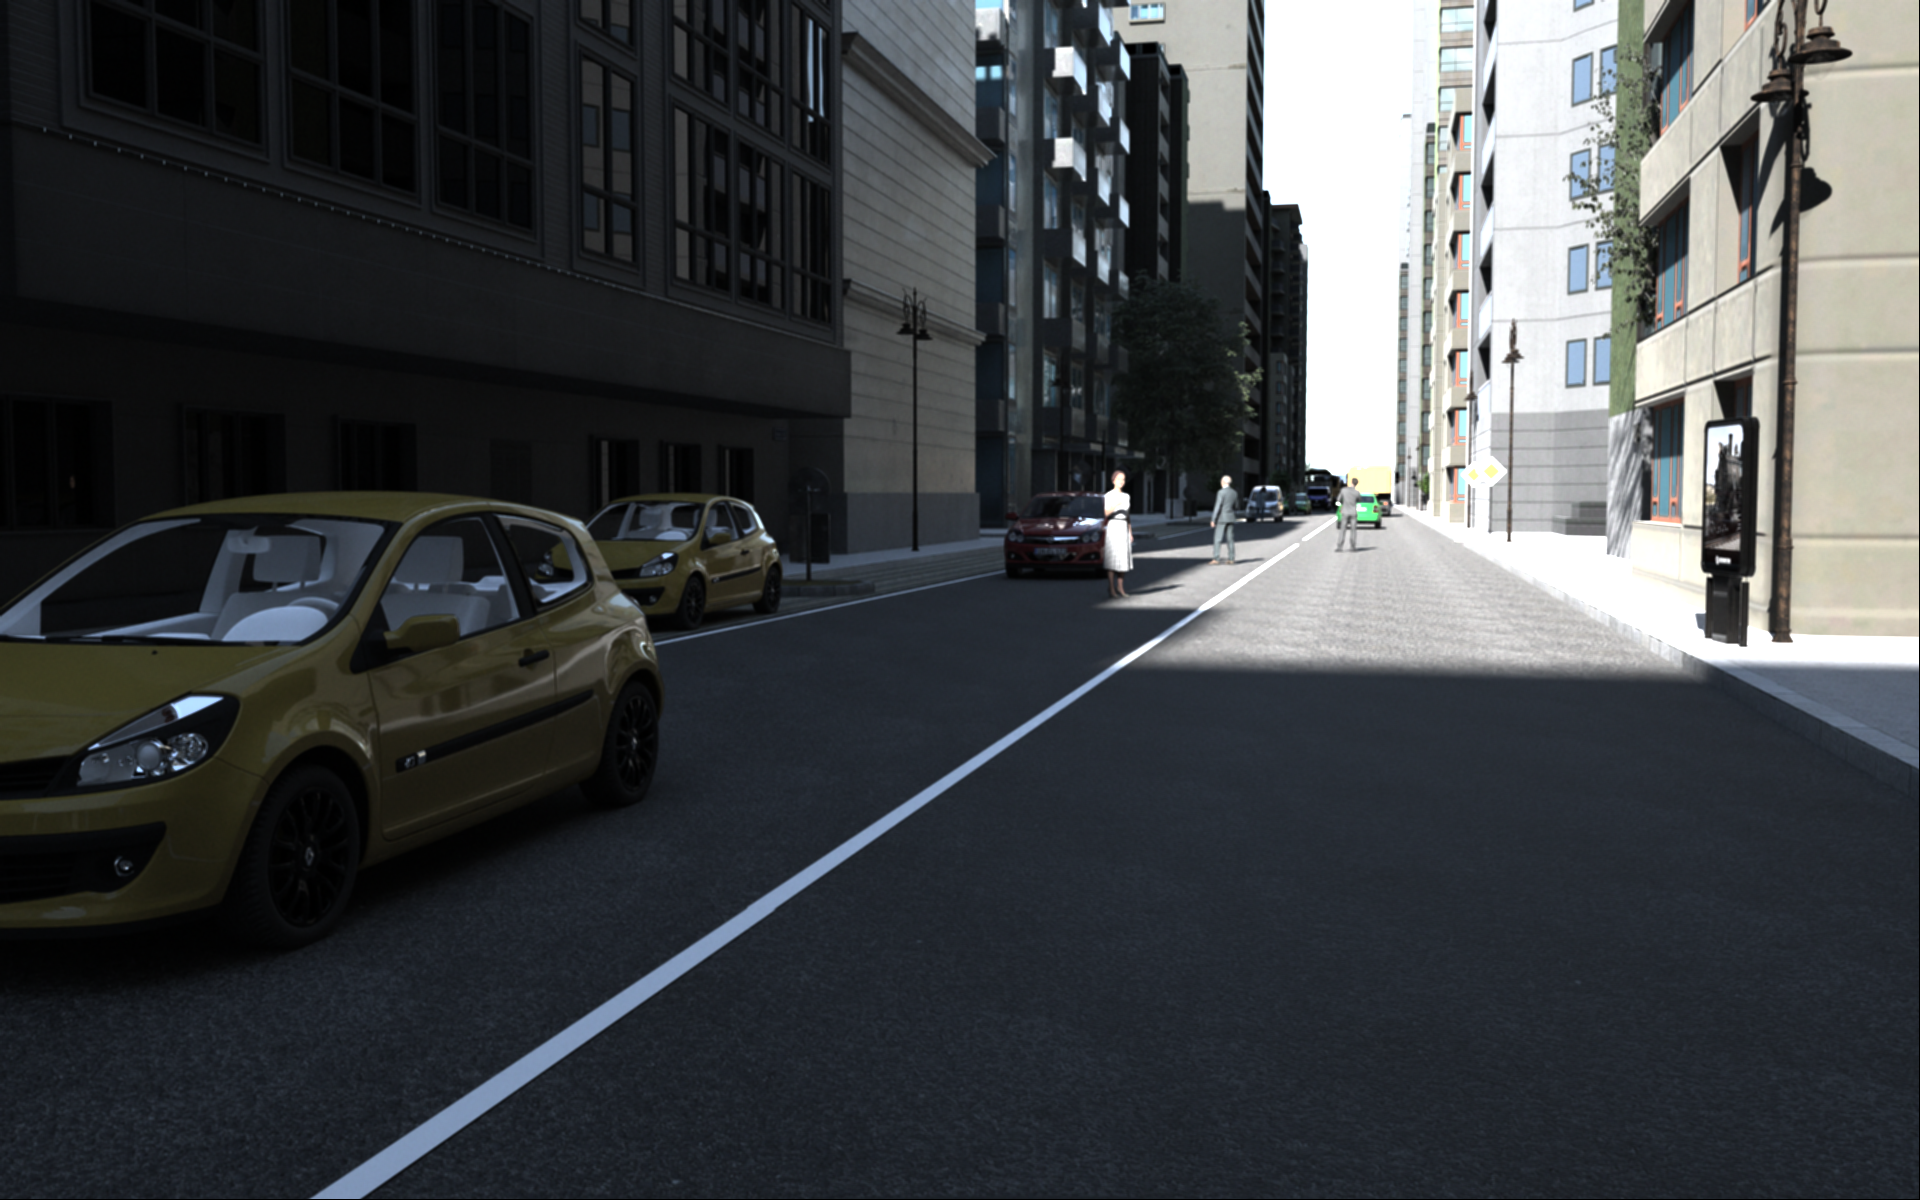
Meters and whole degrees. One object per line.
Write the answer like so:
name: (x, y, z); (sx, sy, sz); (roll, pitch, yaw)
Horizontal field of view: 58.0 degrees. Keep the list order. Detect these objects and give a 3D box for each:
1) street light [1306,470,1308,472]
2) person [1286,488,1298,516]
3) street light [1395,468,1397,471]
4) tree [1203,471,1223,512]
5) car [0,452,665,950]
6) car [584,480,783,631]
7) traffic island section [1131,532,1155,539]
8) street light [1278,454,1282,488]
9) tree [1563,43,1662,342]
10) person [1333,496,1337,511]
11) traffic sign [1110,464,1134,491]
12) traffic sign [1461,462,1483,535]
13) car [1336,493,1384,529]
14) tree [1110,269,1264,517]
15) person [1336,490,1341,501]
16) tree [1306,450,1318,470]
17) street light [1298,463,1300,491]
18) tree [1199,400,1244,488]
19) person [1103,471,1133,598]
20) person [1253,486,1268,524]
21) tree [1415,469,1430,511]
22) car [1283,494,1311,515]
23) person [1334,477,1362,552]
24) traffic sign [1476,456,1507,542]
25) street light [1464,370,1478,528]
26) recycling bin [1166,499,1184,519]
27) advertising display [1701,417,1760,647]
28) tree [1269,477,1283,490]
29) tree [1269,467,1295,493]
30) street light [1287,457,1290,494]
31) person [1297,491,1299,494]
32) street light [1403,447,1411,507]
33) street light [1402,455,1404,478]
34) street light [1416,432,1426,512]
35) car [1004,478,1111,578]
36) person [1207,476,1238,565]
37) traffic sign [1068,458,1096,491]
street light: (55.031, -18.470, 274.777); (0.468, 5.910, 1.993); (1, 4, 13)
person: (22.141, -6.539, 115.514); (0.694, 1.812, 0.767); (-3, 4, -38)
street light: (55.888, -15.117, 219.948); (0.468, 5.910, 1.993); (1, 4, 13)
tree: (18.106, -7.883, 123.496); (1.663, 3.219, 1.824); (0, 3, 0)
car: (-2.606, 0.209, 6.802); (2.015, 1.641, 3.980); (1, 4, 13)
car: (-3.328, -0.563, 19.433); (2.015, 1.641, 3.980); (1, 4, 13)
traffic island section: (5.261, -2.104, 56.685); (2.009, 0.180, 2.903); (1, 4, 13)
street light: (36.010, -13.590, 194.986); (0.468, 5.910, 1.993); (1, 4, 13)
tree: (11.222, -4.648, 26.350); (4.360, 8.622, 3.978); (0, 3, 0)
person: (31.218, -8.050, 143.299); (0.628, 1.438, 0.799); (1, 4, 17)
traffic sign: (5.285, -3.240, 56.618); (0.795, 2.450, 0.064); (1, 4, 13)
traffic sign: (16.027, -3.083, 54.054); (0.795, 2.450, 0.064); (1, 4, 13)
car: (16.625, -3.870, 72.063); (1.959, 1.807, 4.718); (1, 4, 13)
tree: (12.087, -11.699, 97.941); (9.857, 13.997, 8.962); (0, 3, 0)
person: (28.869, -7.458, 131.148); (0.721, 1.735, 1.217); (-2, 4, -24)
tree: (57.411, -20.512, 285.725); (4.360, 8.622, 3.978); (0, 3, 0)
street light: (47.652, -16.572, 243.733); (0.468, 5.910, 1.993); (1, 4, 13)
tree: (19.016, -10.799, 126.923); (4.737, 8.622, 4.395); (0, 3, 0)
person: (2.237, -0.914, 24.022); (0.480, 1.755, 0.524); (-3, 4, -37)
person: (14.182, -4.468, 81.822); (0.793, 1.790, 0.793); (-1, 4, -8)
tree: (35.231, -8.296, 130.249); (1.663, 3.219, 1.824); (0, 3, 0)
car: (23.116, -6.736, 118.931); (1.959, 1.807, 4.718); (1, 4, 15)
person: (9.656, -2.127, 43.077); (0.655, 1.846, 0.447); (1, 4, 12)
traffic sign: (14.180, -2.608, 46.284); (0.795, 2.450, 0.064); (1, 4, 13)
street light: (18.991, -5.609, 64.490); (0.468, 5.910, 1.993); (1, 4, 13)
recycling bin: (11.290, -4.796, 90.966); (0.722, 1.027, 0.722); (3, 5, 44)
advertising display: (6.610, -0.592, 14.899); (0.123, 1.923, 0.974); (0, 4, 5)
tree: (36.422, -12.538, 199.591); (1.663, 3.219, 1.824); (0, 3, 0)
tree: (37.511, -13.408, 202.926); (4.285, 4.588, 4.351); (0, 3, 0)
street light: (40.333, -14.674, 212.711); (0.468, 5.910, 1.993); (1, 4, 13)
person: (37.632, -11.283, 192.991); (0.705, 1.823, 1.348); (1, 4, 18)
street light: (43.968, -12.037, 169.594); (0.468, 5.910, 1.993); (1, 4, 13)
street light: (51.493, -13.965, 201.118); (0.468, 5.910, 1.993); (1, 4, 13)
street light: (33.803, -9.412, 126.681); (0.468, 5.910, 1.993); (1, 4, 13)
car: (1.954, -1.339, 30.925); (2.155, 1.783, 4.494); (1, 4, 12)
person: (5.337, -1.627, 35.280); (0.661, 1.801, 0.590); (-3, 4, -36)
traffic sign: (3.439, -2.765, 48.849); (0.795, 2.450, 0.064); (1, 4, 13)
